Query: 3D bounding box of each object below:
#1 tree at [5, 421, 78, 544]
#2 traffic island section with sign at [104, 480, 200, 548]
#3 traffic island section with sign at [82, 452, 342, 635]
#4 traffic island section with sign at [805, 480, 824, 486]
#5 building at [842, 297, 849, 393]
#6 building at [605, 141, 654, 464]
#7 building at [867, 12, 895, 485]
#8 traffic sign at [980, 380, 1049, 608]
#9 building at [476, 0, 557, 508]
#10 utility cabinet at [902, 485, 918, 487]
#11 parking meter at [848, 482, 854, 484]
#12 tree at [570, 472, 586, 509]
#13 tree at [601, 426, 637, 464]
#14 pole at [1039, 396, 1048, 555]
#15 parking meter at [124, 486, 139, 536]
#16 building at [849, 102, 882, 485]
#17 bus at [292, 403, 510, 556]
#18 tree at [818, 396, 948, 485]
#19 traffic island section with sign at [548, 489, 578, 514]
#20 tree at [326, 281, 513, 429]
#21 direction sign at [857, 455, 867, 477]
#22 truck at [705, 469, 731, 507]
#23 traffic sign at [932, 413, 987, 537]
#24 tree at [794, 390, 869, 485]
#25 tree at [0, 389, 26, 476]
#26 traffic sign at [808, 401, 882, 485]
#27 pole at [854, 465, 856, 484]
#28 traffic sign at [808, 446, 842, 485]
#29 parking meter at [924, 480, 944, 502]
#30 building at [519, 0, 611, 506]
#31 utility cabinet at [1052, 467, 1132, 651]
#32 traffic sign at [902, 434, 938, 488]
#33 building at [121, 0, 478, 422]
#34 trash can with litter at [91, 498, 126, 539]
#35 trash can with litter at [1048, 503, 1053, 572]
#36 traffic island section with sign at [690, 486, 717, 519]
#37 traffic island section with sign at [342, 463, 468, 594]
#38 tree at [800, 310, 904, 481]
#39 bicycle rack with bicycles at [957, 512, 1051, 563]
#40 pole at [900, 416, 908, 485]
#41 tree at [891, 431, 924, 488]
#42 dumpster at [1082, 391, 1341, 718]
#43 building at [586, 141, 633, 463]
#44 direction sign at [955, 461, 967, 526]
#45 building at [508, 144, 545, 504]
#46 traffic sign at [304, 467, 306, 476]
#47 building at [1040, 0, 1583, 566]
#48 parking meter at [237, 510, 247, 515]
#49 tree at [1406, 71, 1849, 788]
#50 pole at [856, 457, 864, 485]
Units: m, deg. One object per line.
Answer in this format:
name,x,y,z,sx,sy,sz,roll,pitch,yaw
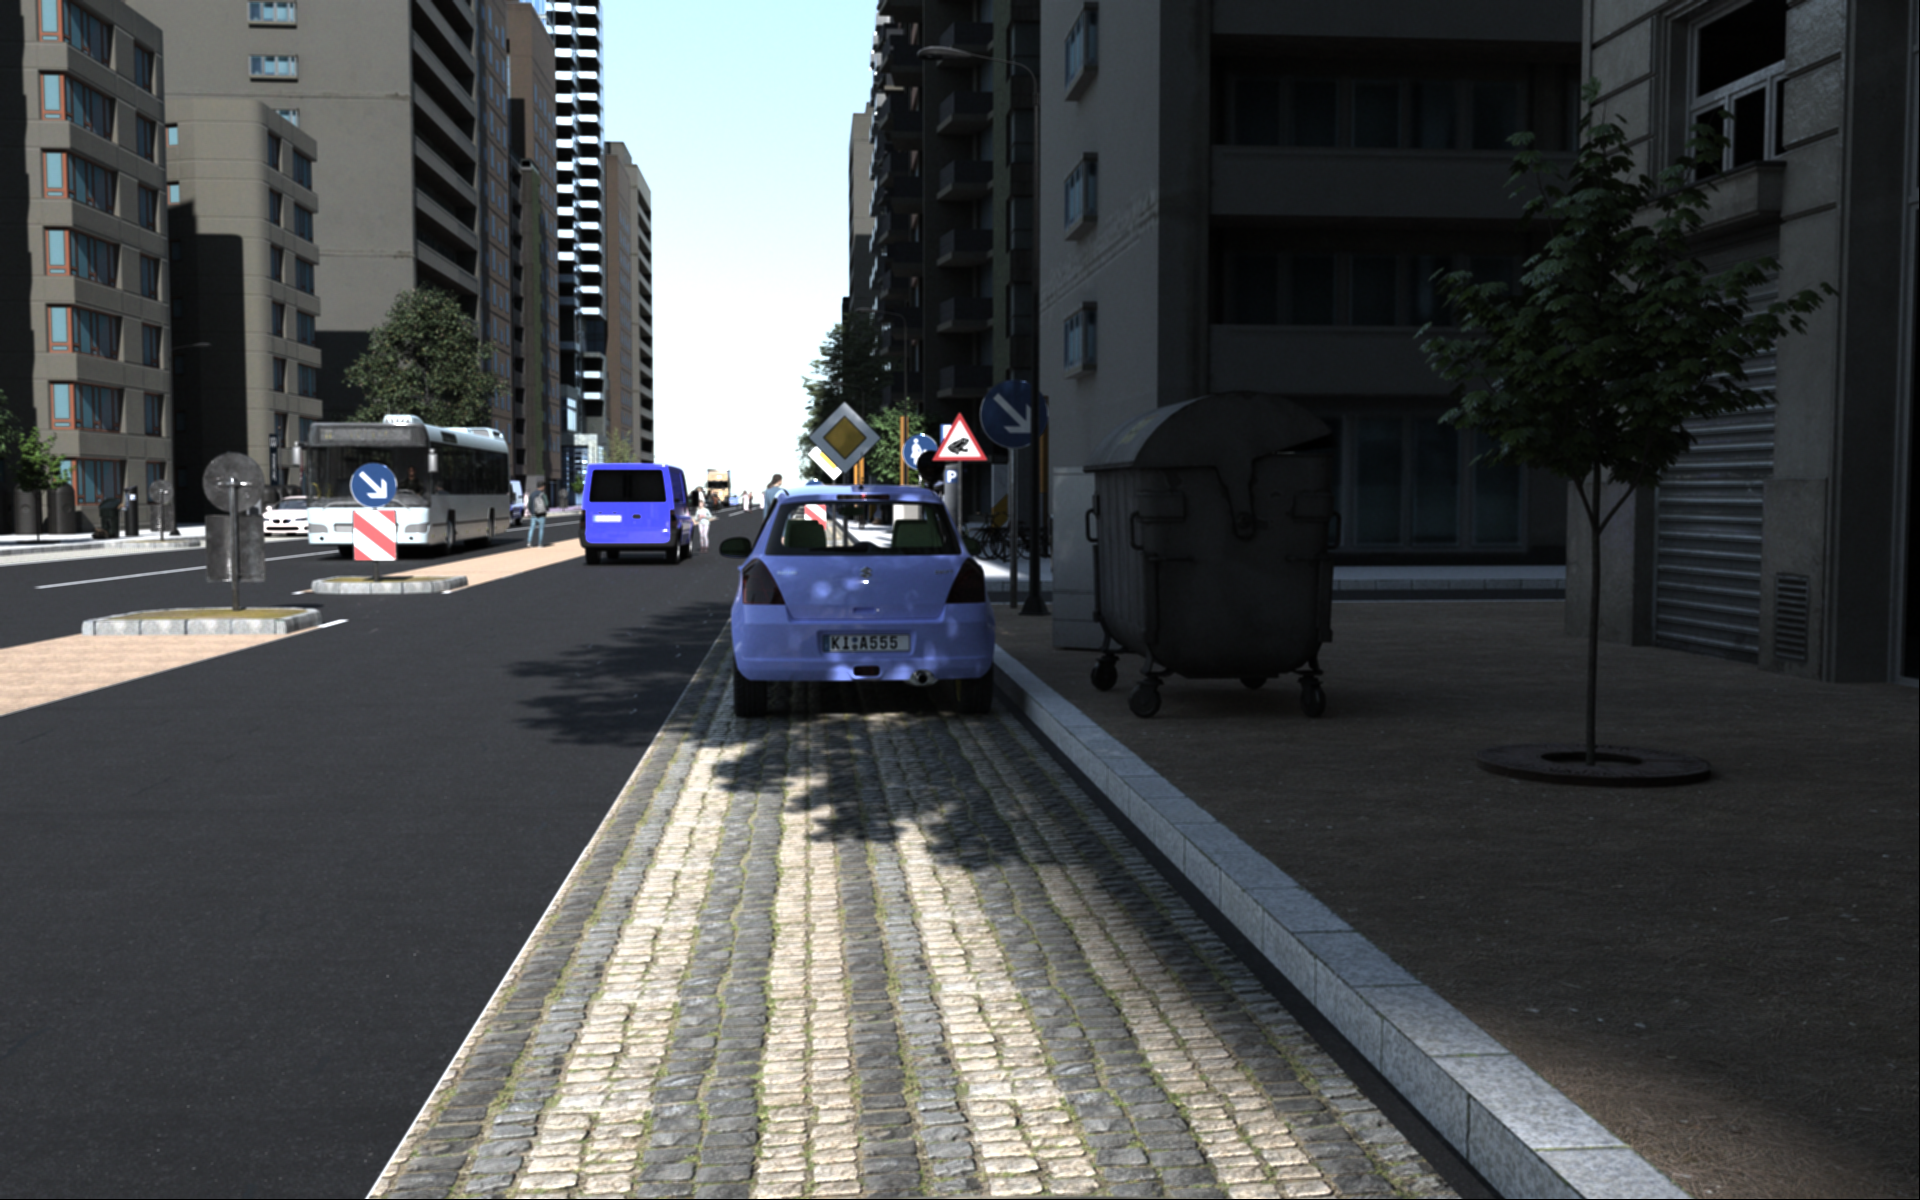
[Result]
tree,-24.186,-3.093,45.168,1.663,3.219,1.824,0,3,0
traffic island section with sign,-21.649,-2.323,46.604,1.989,1.847,2.006,0,4,-5
traffic island section with sign,-7.928,-0.630,18.441,2.006,1.907,1.989,0,4,-5
traffic island section with sign,-4.230,-2.482,49.211,1.989,1.847,2.006,0,4,-5
building,-10.265,-29.457,253.329,14.160,30.474,14.107,0,4,-5
building,-54.366,-37.730,240.593,21.300,48.544,21.600,0,4,-5
building,3.083,-33.053,160.022,23.786,49.044,30.456,0,4,-5
traffic sign,0.604,-1.180,19.398,0.768,2.556,0.104,0,4,1
building,-44.222,-30.945,156.065,14.600,45.320,14.200,0,4,-5
utility cabinet,-1.283,-2.036,41.970,0.318,1.500,1.173,1,4,20
parking meter,-5.390,-4.896,85.754,0.255,1.863,0.399,-2,4,-28
tree,-33.237,-9.542,150.617,1.663,3.219,1.824,0,3,0
tree,-36.688,-14.502,187.462,4.737,8.622,4.395,0,3,0
pole,1.734,-2.585,36.106,0.158,3.312,0.155,0,3,0
parking meter,-25.231,-2.711,52.732,0.372,1.533,0.369,0,3,0
building,-2.615,-35.952,211.516,21.300,48.544,21.600,0,4,-5
bus,-13.375,-2.930,42.767,2.948,3.499,13.247,0,4,-6
tree,-1.833,-4.562,58.306,4.285,4.588,4.351,0,3,0
traffic island section with sign,-28.488,-7.082,124.415,1.989,1.847,2.006,0,4,-5
tree,-28.769,-10.782,93.292,9.611,12.733,9.660,0,3,0
direction sign,-4.577,-5.366,79.728,0.379,3.537,0.876,3,4,36
truck,-27.179,-12.610,195.083,2.839,4.237,11.283,0,4,-7
traffic sign,-0.003,-1.699,27.779,0.884,2.594,0.081,0,4,2
tree,-13.640,-16.756,190.964,9.611,12.733,9.660,0,3,0
tree,-23.582,-3.471,40.459,4.285,4.588,4.351,0,3,0
traffic sign,-1.242,-0.922,18.710,0.795,2.450,0.064,0,4,-5
pole,-4.620,-5.072,76.774,0.158,3.312,0.155,0,3,0
traffic sign,-1.942,-1.408,26.665,0.795,2.450,0.064,0,4,-5
parking meter,-0.469,-1.401,31.325,0.372,1.533,0.369,0,3,0
building,-51.448,-54.168,198.311,22.319,86.520,31.000,0,4,-5
utility cabinet,1.344,-0.331,14.083,1.173,1.500,0.318,2,4,31
traffic sign,-0.844,-2.252,36.918,0.768,2.556,0.104,0,4,-3
building,-43.016,-29.659,108.628,21.300,48.544,21.600,0,4,-5
trash can with litter,-24.419,-2.340,49.643,0.624,1.170,1.055,0,4,-1
trash can with litter,1.947,-1.027,28.177,1.055,1.170,0.624,0,4,6
traffic island section with sign,-15.166,-5.660,100.670,2.006,1.907,1.989,0,4,-5
traffic island section with sign,-8.568,-1.082,25.820,2.006,1.907,1.989,0,4,-5
tree,-6.443,-11.582,107.487,7.486,12.596,7.792,0,3,0
bicycle rack with bicycles,1.072,-1.233,33.547,2.925,0.926,2.852,-1,4,-23
pole,-1.461,-3.154,45.407,0.158,3.312,0.155,0,3,0
tree,-1.598,-3.614,53.686,1.663,3.219,1.824,0,3,0
dumpster,1.508,-0.296,10.595,1.264,1.857,1.865,0,4,-5
building,-49.907,-34.999,222.348,14.600,45.320,14.200,0,4,-5
direction sign,0.041,-4.767,69.944,0.379,3.537,0.876,2,4,34
building,-42.476,-22.668,142.320,14.160,30.474,14.107,0,4,-5
traffic sign,-25.759,-4.218,69.078,0.768,2.556,0.104,0,4,-4
building,12.867,-25.432,39.513,21.600,48.544,21.300,0,4,-5
parking meter,-28.388,-3.834,68.404,0.255,1.863,0.399,1,4,10
tree,2.926,-0.826,8.112,1.663,3.219,1.824,0,3,0
pole,-3.573,-4.214,62.745,0.158,3.312,0.155,0,3,0
